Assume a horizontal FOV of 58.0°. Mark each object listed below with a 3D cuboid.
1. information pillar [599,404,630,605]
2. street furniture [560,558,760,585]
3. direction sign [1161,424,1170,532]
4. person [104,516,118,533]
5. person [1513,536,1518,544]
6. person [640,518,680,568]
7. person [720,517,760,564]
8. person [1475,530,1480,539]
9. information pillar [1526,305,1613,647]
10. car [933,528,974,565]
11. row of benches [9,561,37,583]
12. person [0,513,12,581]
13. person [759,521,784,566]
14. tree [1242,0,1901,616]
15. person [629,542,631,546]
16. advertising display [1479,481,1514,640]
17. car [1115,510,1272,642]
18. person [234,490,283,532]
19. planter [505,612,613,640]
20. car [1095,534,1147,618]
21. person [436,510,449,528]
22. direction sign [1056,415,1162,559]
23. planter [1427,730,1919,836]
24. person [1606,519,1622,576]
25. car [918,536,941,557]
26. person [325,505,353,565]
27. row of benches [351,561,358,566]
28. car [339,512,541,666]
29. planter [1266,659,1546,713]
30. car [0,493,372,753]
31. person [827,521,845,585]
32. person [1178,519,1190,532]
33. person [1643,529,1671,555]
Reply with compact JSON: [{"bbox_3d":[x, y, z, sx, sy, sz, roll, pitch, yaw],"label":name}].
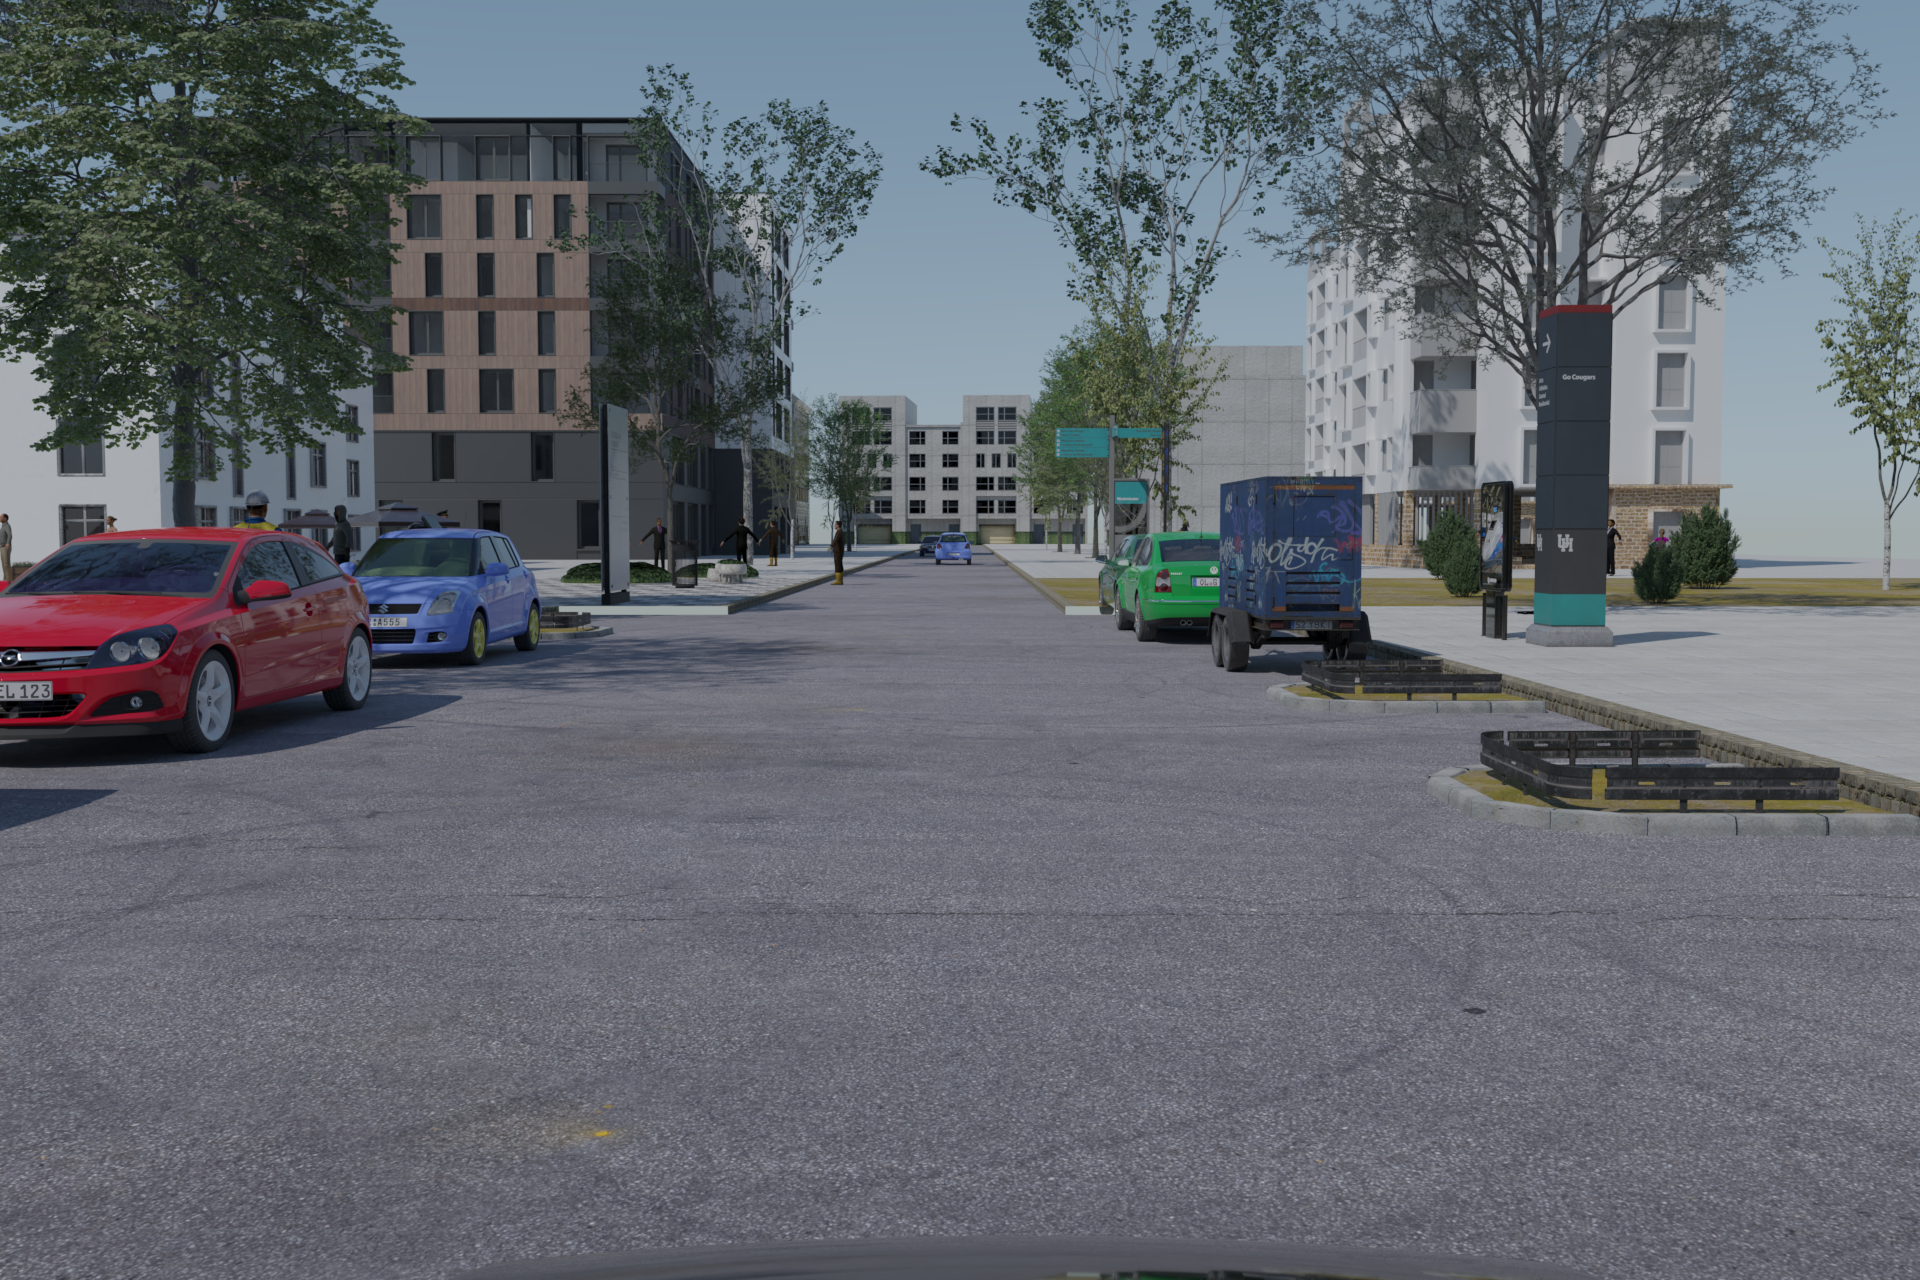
[{"bbox_3d":[-6.382,-2.490,32.029,0.184,3.620,1.656,0,4,1],"label":"information pillar"},{"bbox_3d":[-8.447,-2.003,48.375,5.734,0.657,10.072,0,4,-8],"label":"street furniture"},{"bbox_3d":[4.272,-2.696,36.073,0.379,3.537,0.876,0,4,-2],"label":"direction sign"},{"bbox_3d":[-21.075,-2.204,42.833,1.217,1.733,0.721,3,4,39],"label":"person"},{"bbox_3d":[18.319,-3.199,58.770,1.216,1.772,0.721,0,4,6],"label":"person"},{"bbox_3d":[-9.885,-3.106,57.013,1.346,1.802,0.704,-1,4,-19],"label":"person"},{"bbox_3d":[-6.871,-2.950,54.423,1.347,1.806,0.705,-2,4,-32],"label":"person"},{"bbox_3d":[17.338,-3.104,56.893,1.345,1.843,0.704,-1,4,-18],"label":"person"},{"bbox_3d":[7.039,-1.868,19.917,0.750,3.857,0.750,0,3,0],"label":"information pillar"},{"bbox_3d":[-0.294,-4.385,81.289,1.945,1.707,3.694,0,4,0],"label":"car"},{"bbox_3d":[-22.466,-1.456,39.264,4.104,0.672,1.422,-2,4,-24],"label":"row of benches"},{"bbox_3d":[-23.858,-2.261,43.237,0.705,1.796,1.348,-3,5,-42],"label":"person"},{"bbox_3d":[-7.470,-3.849,69.061,0.704,1.812,1.346,3,5,42],"label":"person"},{"bbox_3d":[9.392,-7.149,27.263,12.009,13.543,11.850,0,3,0],"label":"tree"},{"bbox_3d":[-11.549,-3.186,58.274,1.347,1.806,0.705,3,5,44],"label":"person"},{"bbox_3d":[6.593,-0.985,21.314,0.123,1.923,0.974,0,4,1],"label":"advertising display"},{"bbox_3d":[3.230,-0.956,24.431,1.959,1.807,4.718,0,4,-1],"label":"car"},{"bbox_3d":[-6.373,-0.450,15.786,1.349,1.833,0.705,0,4,0],"label":"person"},{"bbox_3d":[-5.999,-0.205,24.486,1.991,0.319,1.994,0,4,0],"label":"planter"},{"bbox_3d":[3.442,-1.097,29.739,2.131,1.459,4.920,0,4,-1],"label":"car"},{"bbox_3d":[-11.843,-2.071,39.791,0.705,1.837,1.347,0,4,-7],"label":"person"},{"bbox_3d":[3.414,-3.036,38.397,2.525,3.948,1.411,0,4,0],"label":"direction sign"},{"bbox_3d":[3.582,0.729,9.215,1.991,0.319,1.994,0,4,1],"label":"planter"},{"bbox_3d":[19.801,-2.825,52.916,0.721,1.740,1.216,-1,4,-20],"label":"person"},{"bbox_3d":[-1.713,-6.039,111.320,1.945,1.354,3.894,0,4,0],"label":"car"},{"bbox_3d":[-11.217,-1.542,31.348,0.705,1.813,1.348,-3,4,-36],"label":"person"},{"bbox_3d":[-15.305,-1.510,40.152,4.104,0.672,1.422,1,4,12],"label":"row of benches"},{"bbox_3d":[-6.065,-0.637,20.001,1.945,1.707,3.694,0,4,0],"label":"car"},{"bbox_3d":[3.685,0.386,14.832,1.991,0.319,1.994,0,4,-1],"label":"planter"},{"bbox_3d":[-5.779,-0.222,12.663,2.155,1.783,4.494,0,3,0],"label":"car"},{"bbox_3d":[-3.449,-2.456,48.755,0.704,1.812,1.346,1,4,13],"label":"person"},{"bbox_3d":[8.699,-3.725,66.682,0.705,1.856,1.354,2,4,25],"label":"person"},{"bbox_3d":[19.462,-2.370,48.020,0.991,1.433,0.599,2,4,30],"label":"person"}]
